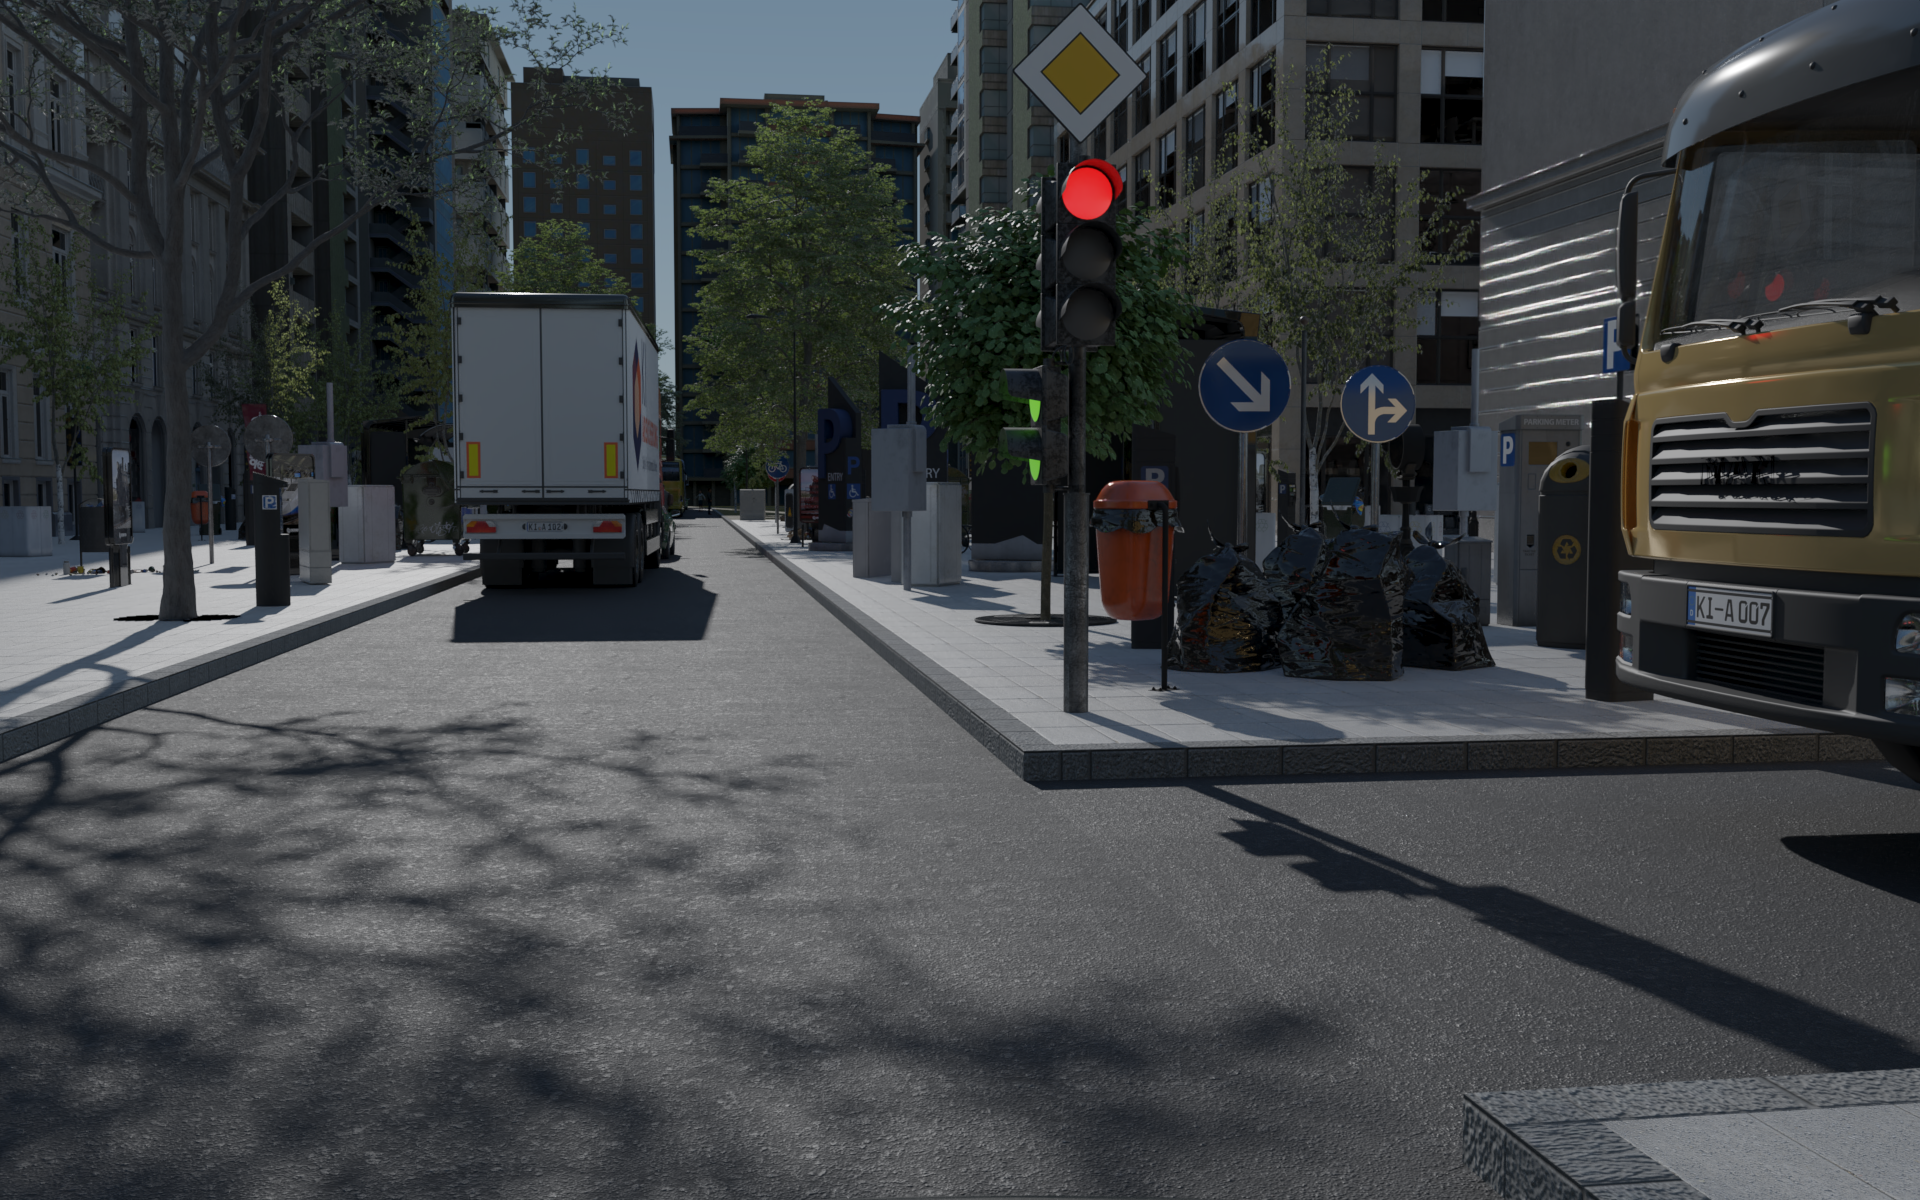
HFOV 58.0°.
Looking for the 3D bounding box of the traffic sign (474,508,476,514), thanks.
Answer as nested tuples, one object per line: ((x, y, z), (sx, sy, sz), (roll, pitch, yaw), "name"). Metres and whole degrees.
((-13.703, -2.917, 48.885), (0.795, 2.450, 0.064), (0, 4, -8), "traffic sign")

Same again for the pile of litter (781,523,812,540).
((-4.331, -2.122, 48.654), (1.719, 0.858, 1.176), (-3, 4, -36), "pile of litter")

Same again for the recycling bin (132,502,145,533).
((-27.487, -2.749, 57.506), (0.722, 1.027, 0.722), (-2, 4, -29), "recycling bin")

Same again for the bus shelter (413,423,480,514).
((-15.018, -3.571, 52.304), (2.014, 3.302, 5.546), (-1, 4, -9), "bus shelter")

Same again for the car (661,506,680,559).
((-7.473, -1.692, 39.462), (2.131, 1.459, 4.920), (0, 4, -7), "car")

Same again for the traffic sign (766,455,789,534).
((-5.888, -3.414, 55.919), (0.768, 2.556, 0.104), (0, 4, -7), "traffic sign")

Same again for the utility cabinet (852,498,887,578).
((-1.342, -0.969, 27.002), (0.306, 1.237, 1.020), (1, 4, 22), "utility cabinet")

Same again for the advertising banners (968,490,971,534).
((0.883, -3.653, 55.915), (2.074, 3.025, 0.090), (-2, 4, -34), "advertising banners")

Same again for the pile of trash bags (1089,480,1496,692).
((2.231, -0.162, 12.402), (3.447, 1.369, 1.912), (-3, 5, -42), "pile of trash bags")

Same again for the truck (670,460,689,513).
((-21.819, -8.526, 129.163), (2.967, 4.110, 18.799), (-1, 4, -8), "truck")

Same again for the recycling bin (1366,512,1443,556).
((5.342, -0.501, 20.745), (0.722, 1.027, 0.722), (2, 4, 28), "recycling bin")

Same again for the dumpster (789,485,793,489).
((-7.541, -4.692, 82.474), (1.264, 1.857, 1.865), (-1, 4, -9), "dumpster")

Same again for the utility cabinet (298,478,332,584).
((-9.276, -0.993, 24.922), (0.318, 1.500, 1.173), (-2, 4, -27), "utility cabinet")

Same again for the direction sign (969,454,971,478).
((0.781, -5.512, 82.114), (0.876, 3.537, 0.379), (-3, 4, -37), "direction sign")

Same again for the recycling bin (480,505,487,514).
((-17.828, -3.166, 64.312), (0.722, 1.027, 0.722), (0, 4, 3), "recycling bin")

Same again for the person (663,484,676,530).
((-11.558, -3.627, 67.762), (0.822, 1.834, 0.622), (1, 4, 9), "person")

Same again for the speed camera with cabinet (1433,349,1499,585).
((7.593, -1.822, 24.134), (2.038, 3.252, 0.660), (-1, 4, -23), "speed camera with cabinet")

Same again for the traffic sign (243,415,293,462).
((-11.123, -1.698, 27.874), (0.768, 2.556, 0.104), (0, 4, -8), "traffic sign")

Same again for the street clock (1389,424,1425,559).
((4.639, -0.823, 18.030), (0.358, 2.002, 0.471), (0, 4, -4), "street clock")

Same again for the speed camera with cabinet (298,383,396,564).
((-11.163, -2.277, 31.567), (0.660, 3.252, 2.038), (1, 4, 18), "speed camera with cabinet")

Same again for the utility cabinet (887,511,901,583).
((-0.524, -0.870, 25.380), (1.020, 1.237, 0.306), (-3, 4, -37), "utility cabinet")

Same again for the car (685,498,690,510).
((-25.565, -8.873, 156.865), (2.131, 1.459, 4.920), (-1, 4, -9), "car")

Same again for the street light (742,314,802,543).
((-4.822, -4.426, 44.913), (1.470, 5.913, 1.316), (-1, 4, -9), "street light")

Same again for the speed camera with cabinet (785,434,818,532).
((-5.225, -3.883, 57.824), (0.660, 3.252, 2.038), (-2, 4, -28), "speed camera with cabinet")

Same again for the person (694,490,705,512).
((-21.104, -8.030, 140.572), (1.217, 1.735, 0.721), (2, 4, 34), "person")

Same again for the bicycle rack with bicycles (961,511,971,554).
((0.910, -1.477, 37.531), (2.852, 0.926, 2.925), (-2, 4, -31), "bicycle rack with bicycles")

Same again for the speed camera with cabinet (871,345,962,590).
((-0.585, -1.805, 23.854), (0.660, 3.252, 2.038), (1, 4, 20), "speed camera with cabinet")

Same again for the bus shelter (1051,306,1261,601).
((2.393, -1.995, 23.903), (1.731, 3.624, 6.357), (-1, 4, -9), "bus shelter")

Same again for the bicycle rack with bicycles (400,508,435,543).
((-15.125, -1.987, 45.869), (2.925, 0.926, 2.852), (1, 4, 9), "bicycle rack with bicycles")

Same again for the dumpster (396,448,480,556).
((-10.959, -2.075, 36.426), (1.502, 2.255, 1.985), (-1, 4, -9), "dumpster")

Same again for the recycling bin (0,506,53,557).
((-19.172, -1.405, 35.525), (0.722, 1.027, 0.722), (1, 4, 10), "recycling bin")

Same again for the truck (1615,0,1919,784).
((7.115, -0.704, 7.435), (9.791, 3.379, 3.469), (0, 4, -7), "truck")

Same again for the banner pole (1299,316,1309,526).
((4.885, -2.120, 24.682), (0.401, 3.779, 0.863), (1, 4, 11), "banner pole")

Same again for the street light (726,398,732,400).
((-10.870, -6.804, 83.789), (1.470, 5.913, 1.316), (-1, 4, -9), "street light")

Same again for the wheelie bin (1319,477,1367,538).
((7.268, -1.526, 32.866), (0.980, 1.594, 0.693), (3, 4, 39), "wheelie bin")

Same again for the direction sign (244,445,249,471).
((-26.544, -4.479, 65.228), (0.379, 3.537, 0.876), (2, 4, 32), "direction sign")

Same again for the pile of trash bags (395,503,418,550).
((-13.687, -1.813, 39.392), (1.912, 1.369, 3.447), (0, 4, 3), "pile of trash bags")

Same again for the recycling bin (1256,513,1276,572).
((3.803, -0.659, 23.322), (0.722, 1.027, 0.722), (0, 4, -6), "recycling bin")

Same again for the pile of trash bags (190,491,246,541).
((-19.719, -2.367, 48.456), (3.447, 1.369, 1.912), (-2, 4, -28), "pile of trash bags")

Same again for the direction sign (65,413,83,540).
((-24.592, -3.433, 48.126), (0.876, 3.537, 0.379), (3, 4, 38), "direction sign")

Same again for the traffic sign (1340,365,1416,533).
((4.115, -1.044, 17.173), (0.768, 2.556, 0.104), (0, 4, -6), "traffic sign")

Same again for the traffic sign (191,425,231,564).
((-13.793, -1.942, 31.853), (0.768, 2.556, 0.104), (0, 4, -4), "traffic sign")

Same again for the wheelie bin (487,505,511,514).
((-15.397, -3.047, 57.719), (0.980, 1.594, 0.693), (1, 4, 11), "wheelie bin")

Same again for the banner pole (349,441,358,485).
((-28.470, -5.578, 81.224), (0.863, 3.779, 0.401), (3, 4, 39), "banner pole")

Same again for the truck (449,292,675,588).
((-6.528, -2.501, 29.805), (2.839, 4.237, 11.283), (0, 4, -7), "truck")

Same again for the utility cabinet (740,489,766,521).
((-9.853, -4.502, 82.281), (1.173, 1.500, 0.318), (0, 4, 3), "utility cabinet")

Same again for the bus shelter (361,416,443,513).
((-17.477, -3.883, 54.763), (1.731, 3.624, 6.357), (-1, 4, -9), "bus shelter")

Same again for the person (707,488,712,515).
((-17.326, -6.818, 120.002), (0.705, 1.821, 1.348), (-1, 4, -10), "person")

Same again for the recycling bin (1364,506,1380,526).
((8.735, -1.551, 37.920), (0.722, 1.027, 0.722), (0, 4, -6), "recycling bin")

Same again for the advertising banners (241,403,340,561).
((-12.801, -2.270, 33.302), (2.074, 3.025, 0.090), (0, 4, 7), "advertising banners")

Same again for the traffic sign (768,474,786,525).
((-7.555, -4.371, 71.564), (0.768, 2.556, 0.104), (0, 4, -1), "traffic sign")

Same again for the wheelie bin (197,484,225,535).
((-23.477, -2.824, 54.084), (0.980, 1.594, 0.693), (-2, 4, -29), "wheelie bin")

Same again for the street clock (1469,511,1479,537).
((10.229, -1.828, 34.460), (0.471, 2.002, 0.358), (2, 4, 26), "street clock")

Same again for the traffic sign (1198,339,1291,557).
((2.338, -0.870, 14.327), (0.768, 2.556, 0.104), (0, 4, -2), "traffic sign")

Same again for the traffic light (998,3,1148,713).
((0.663, -1.295, 10.094), (0.839, 4.253, 0.868), (-1, 4, -9), "traffic light")

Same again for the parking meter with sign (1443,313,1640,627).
((5.639, -1.262, 16.902), (1.738, 3.016, 0.543), (0, 4, -7), "parking meter with sign")
